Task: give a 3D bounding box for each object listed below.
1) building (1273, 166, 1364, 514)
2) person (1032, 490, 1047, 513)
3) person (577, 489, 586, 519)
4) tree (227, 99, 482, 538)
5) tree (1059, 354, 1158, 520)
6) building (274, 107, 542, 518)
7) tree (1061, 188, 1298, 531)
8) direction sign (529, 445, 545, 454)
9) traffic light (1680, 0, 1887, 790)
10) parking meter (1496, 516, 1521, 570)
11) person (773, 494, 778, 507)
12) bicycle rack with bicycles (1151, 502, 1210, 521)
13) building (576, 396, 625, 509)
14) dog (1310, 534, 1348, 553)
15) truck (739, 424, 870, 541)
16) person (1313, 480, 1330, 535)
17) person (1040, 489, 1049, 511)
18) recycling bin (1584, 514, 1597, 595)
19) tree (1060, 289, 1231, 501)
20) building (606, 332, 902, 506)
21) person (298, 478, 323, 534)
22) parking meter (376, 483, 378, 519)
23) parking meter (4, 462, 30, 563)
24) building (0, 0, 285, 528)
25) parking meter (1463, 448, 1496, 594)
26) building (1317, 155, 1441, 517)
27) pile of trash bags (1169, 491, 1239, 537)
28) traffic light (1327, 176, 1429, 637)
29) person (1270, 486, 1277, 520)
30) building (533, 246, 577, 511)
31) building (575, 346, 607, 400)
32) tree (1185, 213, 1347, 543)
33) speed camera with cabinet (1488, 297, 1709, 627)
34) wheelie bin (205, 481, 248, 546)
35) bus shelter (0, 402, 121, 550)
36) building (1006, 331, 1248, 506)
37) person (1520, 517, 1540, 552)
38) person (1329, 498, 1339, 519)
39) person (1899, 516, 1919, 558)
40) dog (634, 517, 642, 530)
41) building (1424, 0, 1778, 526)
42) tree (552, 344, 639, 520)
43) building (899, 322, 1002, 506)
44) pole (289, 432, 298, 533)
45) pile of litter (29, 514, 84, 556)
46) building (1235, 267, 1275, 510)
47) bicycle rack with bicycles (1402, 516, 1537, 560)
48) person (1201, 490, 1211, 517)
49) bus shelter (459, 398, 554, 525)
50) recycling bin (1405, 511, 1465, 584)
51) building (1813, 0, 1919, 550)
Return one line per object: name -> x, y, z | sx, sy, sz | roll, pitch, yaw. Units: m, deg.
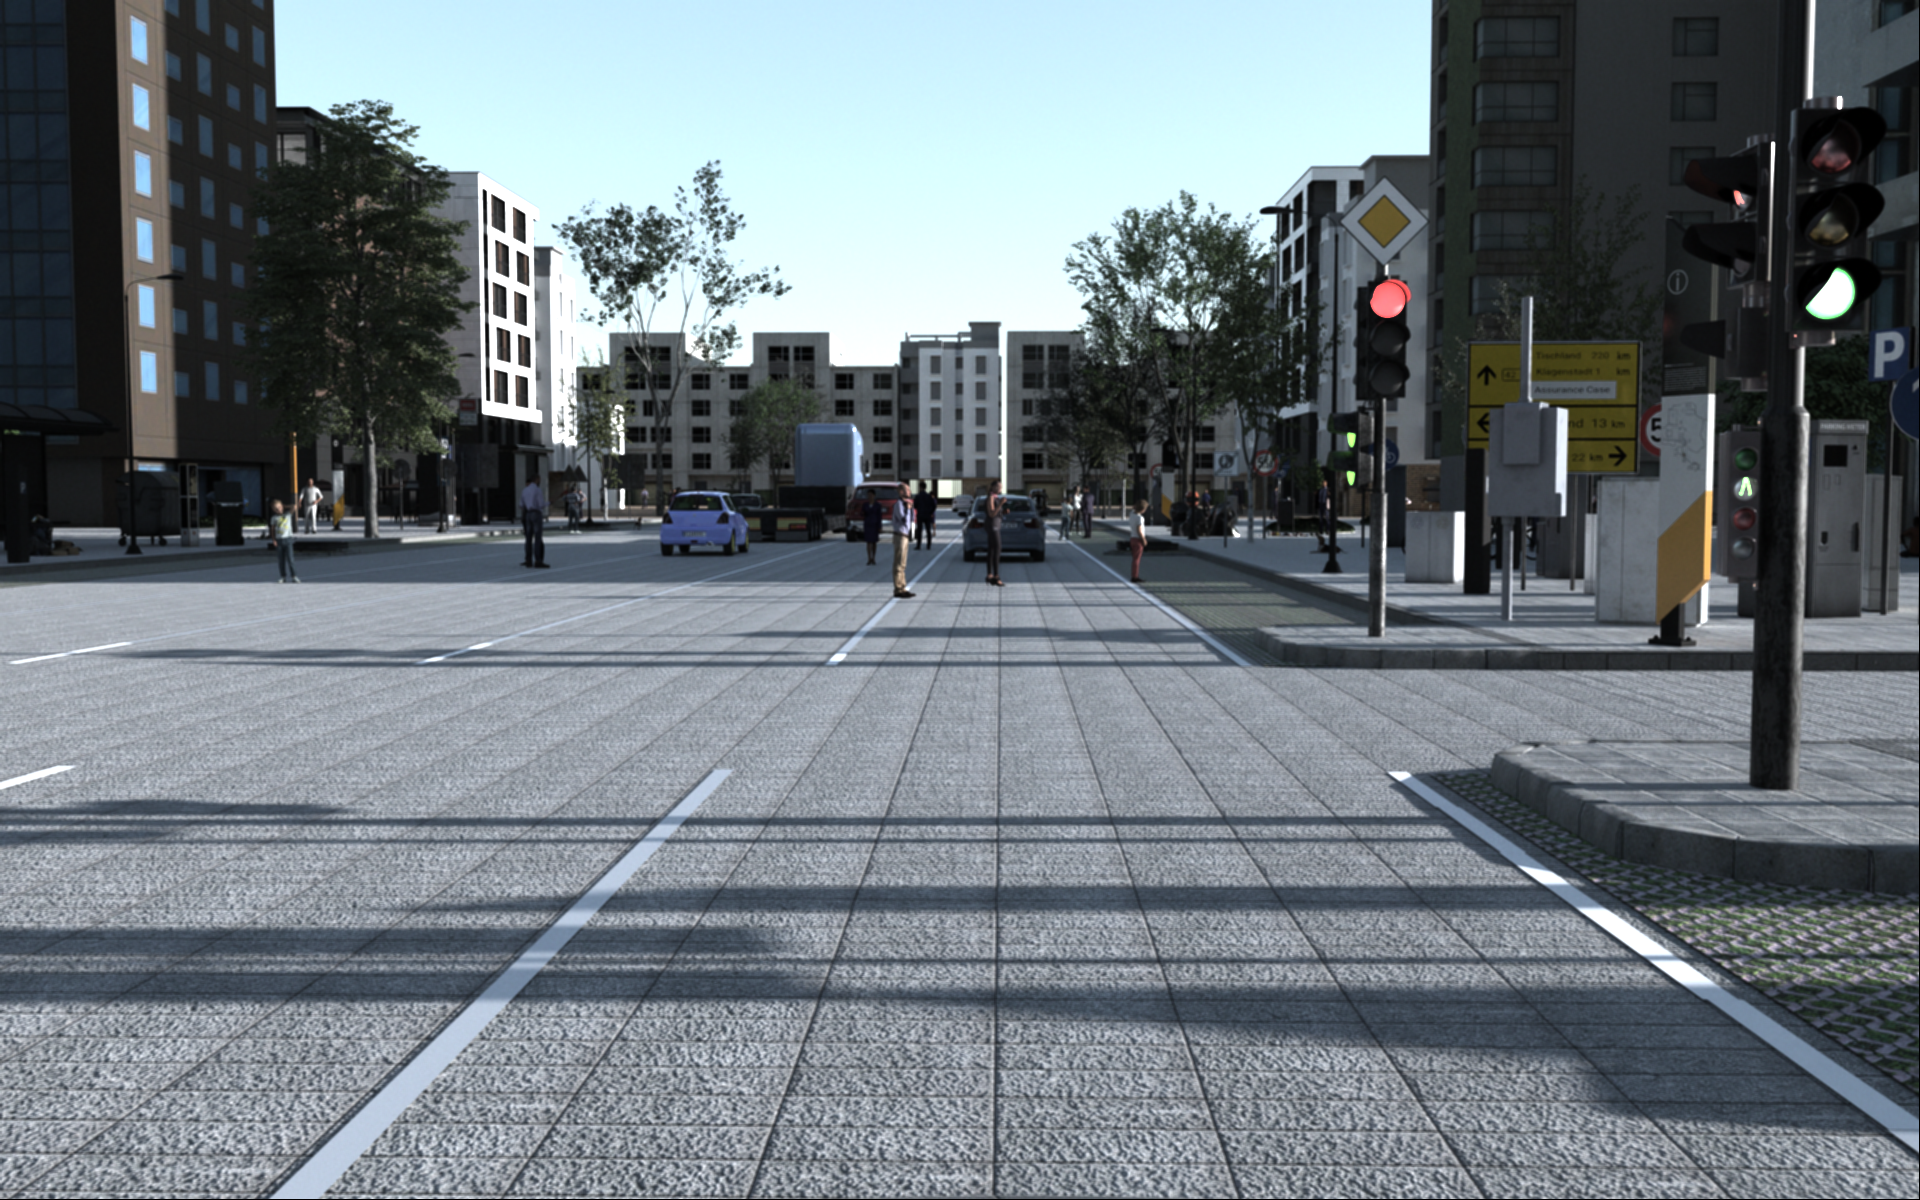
building -> 36.164, -17.140, 124.215 | 27.936, 21.610, 32.646 | 0, 4, 1
person -> 5.818, -7.248, 127.829 | 1.217, 1.723, 0.721 | -1, 4, -16
person -> -19.358, -4.903, 88.417 | 0.614, 1.554, 0.590 | 1, 4, 21
tree -> -17.498, -8.080, 50.238 | 7.486, 12.596, 7.792 | 0, 3, 0
tree -> 7.856, -8.262, 85.442 | 4.360, 8.622, 3.978 | 0, 3, 0
building -> -44.376, -16.164, 108.252 | 27.936, 21.610, 32.646 | 0, 4, 1
tree -> 7.736, -8.240, 60.474 | 9.928, 11.665, 9.643 | 0, 3, 0
direction sign -> -19.535, -5.392, 80.150 | 0.876, 3.537, 0.379 | 2, 4, 24
traffic light -> 1.454, -2.003, 7.415 | 4.771, 5.953, 1.251 | 0, 4, 1
parking meter -> 9.379, -1.458, 29.552 | 0.399, 1.863, 0.255 | 2, 4, 34
person -> -18.418, -9.990, 172.762 | 0.541, 1.710, 0.530 | 0, 4, 3
bicycle rack with bicycles -> 10.165, -3.839, 76.144 | 2.852, 0.926, 2.925 | -3, 5, -39
building -> -43.818, -12.691, 149.644 | 28.070, 9.664, 9.099 | 0, 4, 1
dog -> 7.990, -1.209, 37.508 | 0.550, 0.427, 0.748 | -3, 5, -41
truck -> -5.313, -4.311, 60.240 | 2.967, 4.110, 18.799 | 0, 4, 2
person -> 11.436, -2.918, 54.576 | 0.431, 1.722, 0.655 | -3, 5, -43
person -> 6.487, -7.694, 134.296 | 0.705, 1.824, 1.348 | 3, 5, 42
recycling bin -> 8.408, -0.579, 22.028 | 0.722, 1.027, 0.722 | 0, 4, 2
tree -> 8.214, -8.798, 78.257 | 8.767, 10.594, 7.601 | 1, 4, 19
building -> -22.397, -20.258, 197.679 | 31.486, 18.905, 16.747 | 0, 4, 1
person -> -20.897, -3.024, 55.631 | 0.875, 1.805, 0.789 | -2, 4, -24
parking meter -> -19.497, -3.167, 57.489 | 0.255, 1.863, 0.399 | 0, 4, -2
parking meter -> -17.559, -1.624, 32.258 | 0.255, 1.863, 0.399 | 0, 4, -2
building -> -37.932, -25.744, 71.025 | 14.600, 45.320, 14.200 | 0, 4, 1
parking meter -> 6.672, -1.015, 22.305 | 0.255, 1.863, 0.399 | 2, 4, 32
building -> 29.628, -15.047, 102.437 | 16.016, 20.091, 11.380 | 0, 4, 1
pile of trash bags -> 7.403, -2.675, 53.489 | 1.912, 1.369, 3.447 | 0, 4, -4
traffic light -> 3.736, -1.625, 15.490 | 0.839, 4.253, 0.868 | 0, 4, 1
person -> 15.843, -4.897, 87.030 | 0.530, 1.710, 0.541 | 1, 4, 10
building -> -37.554, -16.760, 130.449 | 16.016, 20.091, 11.380 | 0, 4, 1
building -> -54.381, -20.319, 198.666 | 31.486, 18.905, 16.747 | 0, 4, 1
tree -> 7.718, -5.805, 45.278 | 4.737, 8.622, 4.395 | 0, 3, 0
speed camera with cabinet -> 6.381, -1.404, 17.295 | 2.038, 3.252, 0.660 | 2, 4, 30
wheelie bin -> -18.261, -2.154, 43.128 | 0.980, 1.594, 0.693 | -2, 4, -32
bus shelter -> -21.072, -2.735, 38.648 | 2.014, 3.302, 5.546 | 0, 4, 1
building -> 21.035, -20.148, 195.869 | 31.486, 18.905, 16.747 | 0, 4, 1
person -> 12.751, -1.936, 38.634 | 0.756, 1.711, 0.436 | 2, 4, 34
person -> 16.748, -4.164, 77.365 | 0.726, 1.435, 0.776 | -1, 4, -21
person -> 19.307, -1.272, 35.122 | 0.859, 0.850, 0.655 | 0, 4, -1
dog -> -12.885, -3.061, 69.337 | 0.540, 0.507, 0.406 | 1, 4, 20
building -> 27.772, -23.945, 75.099 | 14.154, 41.232, 14.086 | 0, 4, 1
tree -> -17.470, -8.191, 84.291 | 4.737, 8.622, 4.395 | 0, 3, 0
building -> -0.984, -20.805, 196.575 | 11.380, 20.091, 16.016 | 0, 4, 1
pole -> -21.862, -3.852, 56.828 | 0.158, 3.312, 0.155 | 0, 3, 0
pile of litter -> -19.078, -1.379, 36.507 | 1.176, 0.858, 1.719 | 0, 4, 0
building -> 31.644, -17.756, 146.730 | 16.016, 20.091, 11.380 | 0, 4, 1
bicycle rack with bicycles -> 10.015, -1.258, 33.946 | 2.925, 0.926, 2.852 | 0, 4, 7
person -> 12.768, -4.939, 89.488 | 0.574, 1.496, 0.600 | 1, 4, 14
bus shelter -> -19.833, -5.971, 75.264 | 2.179, 5.291, 8.768 | 0, 4, 1
recycling bin -> 6.915, -0.773, 25.196 | 0.722, 1.027, 0.722 | 2, 4, 28
building -> 35.756, -25.588, 37.971 | 30.456, 49.044, 23.786 | 0, 4, 1
